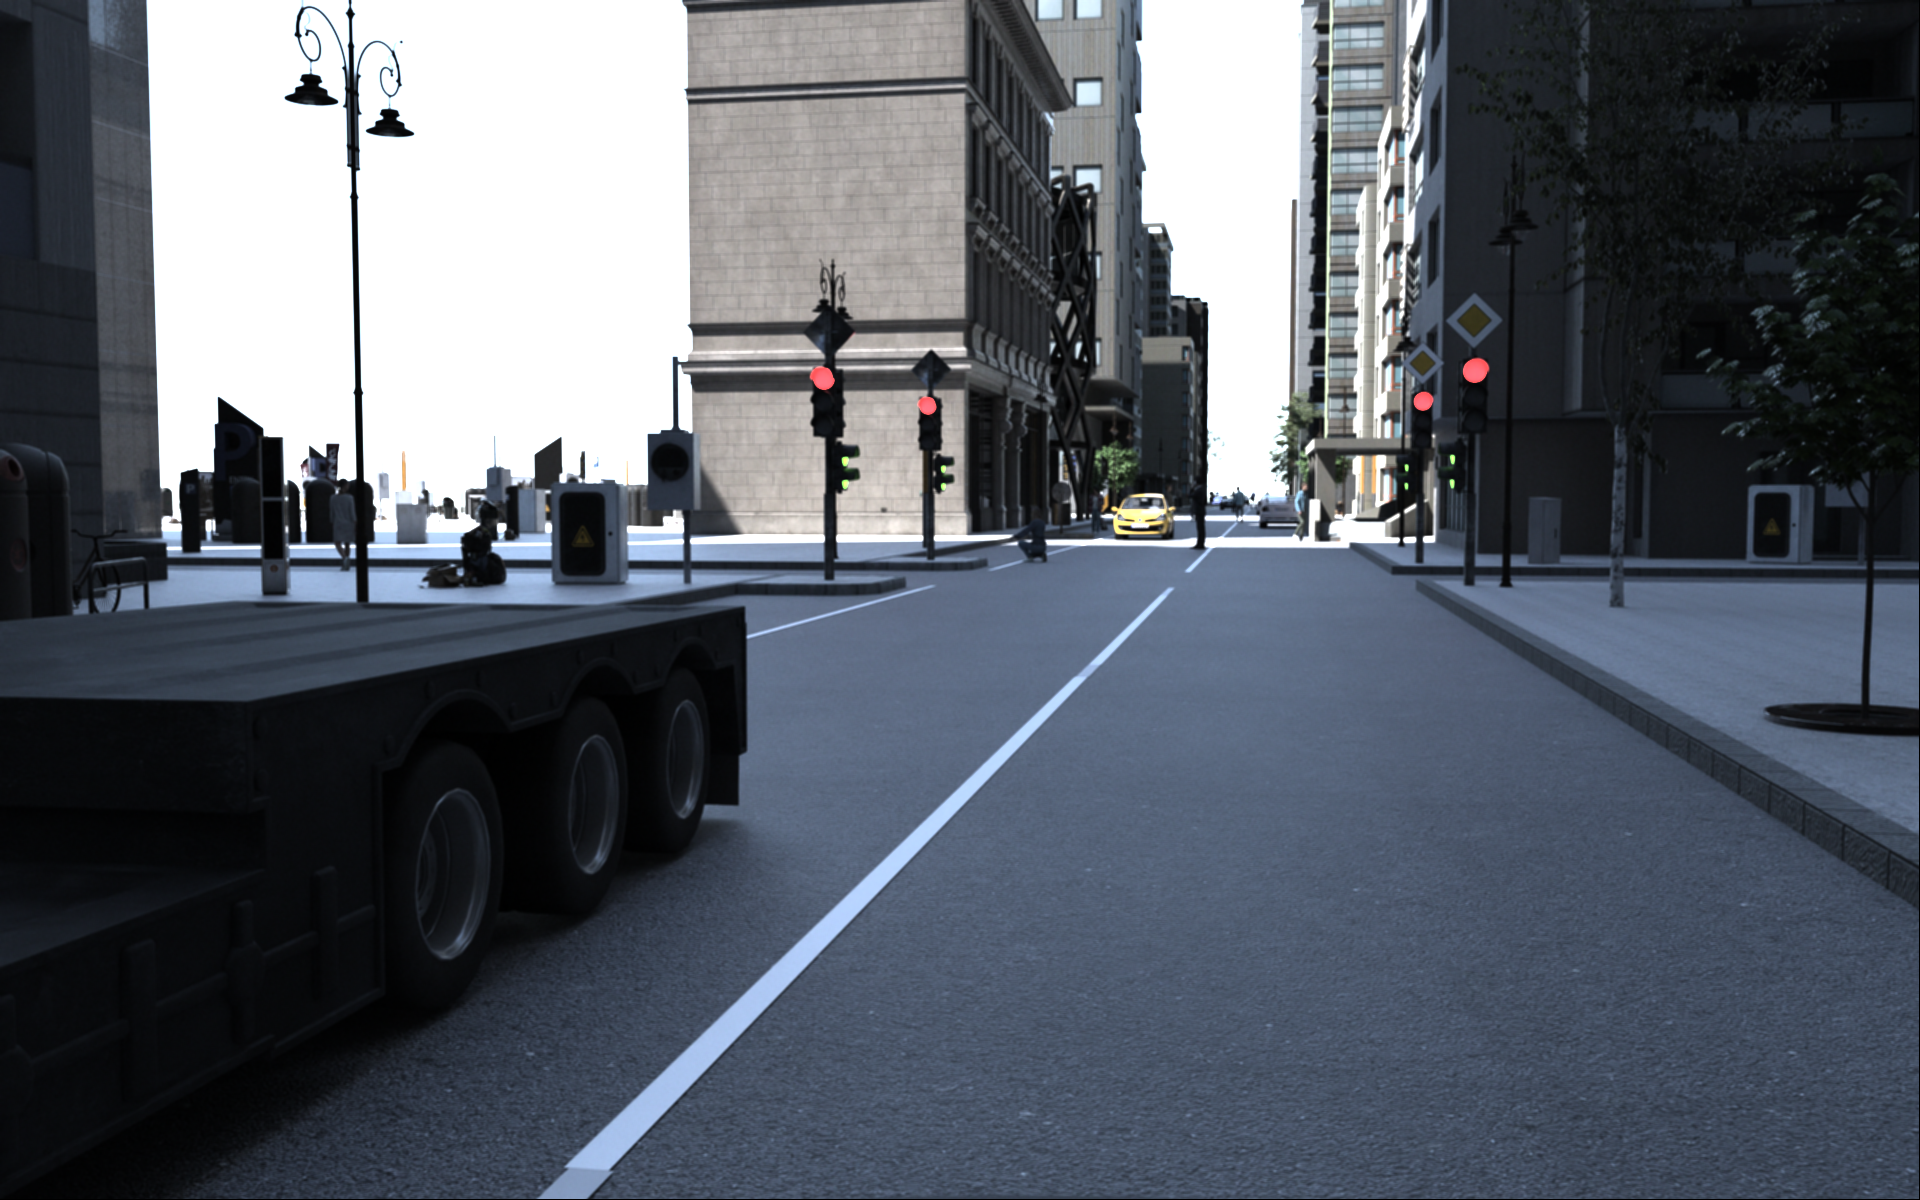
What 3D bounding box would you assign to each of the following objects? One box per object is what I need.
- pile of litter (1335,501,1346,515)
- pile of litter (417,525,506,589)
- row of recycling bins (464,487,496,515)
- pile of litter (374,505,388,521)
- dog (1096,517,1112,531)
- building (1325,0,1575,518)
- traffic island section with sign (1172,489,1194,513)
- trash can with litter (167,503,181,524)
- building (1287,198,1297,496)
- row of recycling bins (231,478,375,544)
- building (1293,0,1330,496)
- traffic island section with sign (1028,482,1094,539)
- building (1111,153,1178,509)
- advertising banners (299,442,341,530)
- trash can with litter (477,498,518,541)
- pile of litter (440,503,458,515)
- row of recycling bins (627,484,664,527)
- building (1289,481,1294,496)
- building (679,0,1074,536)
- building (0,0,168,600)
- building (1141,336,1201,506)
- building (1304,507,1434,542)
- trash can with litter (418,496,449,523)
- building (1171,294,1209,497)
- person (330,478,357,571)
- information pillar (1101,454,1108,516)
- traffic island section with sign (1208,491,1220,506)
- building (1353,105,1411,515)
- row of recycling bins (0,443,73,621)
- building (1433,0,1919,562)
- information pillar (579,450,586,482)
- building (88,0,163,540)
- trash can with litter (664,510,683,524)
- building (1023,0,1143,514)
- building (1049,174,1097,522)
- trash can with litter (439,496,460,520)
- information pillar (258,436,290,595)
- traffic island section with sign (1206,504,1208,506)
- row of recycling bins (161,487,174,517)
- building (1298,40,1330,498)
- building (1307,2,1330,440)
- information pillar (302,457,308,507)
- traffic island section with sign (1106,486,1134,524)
[{"bbox_3d":[22.894,-5.605,105.604,1.176,0.858,1.719,0,4,6],"label":"pile of litter"},{"bbox_3d":[-7.031,-0.632,24.295,1.176,0.858,1.719,2,4,24],"label":"pile of litter"},{"bbox_3d":[-29.326,-6.054,106.101,1.069,1.692,3.534,0,4,7],"label":"row of recycling bins"},{"bbox_3d":[-28.156,-4.269,83.757,1.176,0.858,1.719,1,4,9],"label":"pile of litter"},{"bbox_3d":[5.640,-3.144,68.238,0.800,0.831,0.513,2,4,33],"label":"dog"},{"bbox_3d":[31.051,-26.251,112.791,14.154,41.232,14.086,1,4,10],"label":"building"},{"bbox_3d":[16.693,-7.539,131.885,1.989,1.847,2.006,1,4,10],"label":"traffic island section with sign"},{"bbox_3d":[-33.134,-3.811,73.703,0.624,1.170,1.055,3,4,36],"label":"trash can with litter"},{"bbox_3d":[55.197,-36.913,253.641,14.600,45.320,14.200,1,4,10],"label":"building"},{"bbox_3d":[-17.330,-2.364,45.761,3.534,1.692,1.069,-2,4,-27],"label":"row of recycling bins"},{"bbox_3d":[51.011,-40.719,207.746,21.231,58.520,28.212,1,4,10],"label":"building"},{"bbox_3d":[3.283,-2.881,55.729,1.989,1.847,2.006,1,4,10],"label":"traffic island section with sign"},{"bbox_3d":[5.480,-29.448,173.358,32.217,40.220,23.993,1,4,10],"label":"building"},{"bbox_3d":[-22.010,-3.827,58.754,2.074,3.025,0.090,0,4,1],"label":"advertising banners"},{"bbox_3d":[-12.816,-2.239,48.001,1.055,1.170,0.624,-2,4,-23],"label":"trash can with litter"},{"bbox_3d":[-32.045,-5.771,108.322,1.176,0.858,1.719,1,4,20],"label":"pile of litter"},{"bbox_3d":[-12.651,-3.766,68.691,1.069,1.692,3.534,-2,4,-27],"label":"row of recycling bins"},{"bbox_3d":[60.969,-33.097,233.011,32.217,40.220,23.993,1,4,10],"label":"building"},{"bbox_3d":[-3.917,-12.438,54.275,10.553,20.767,40.483,1,4,10],"label":"building"},{"bbox_3d":[-25.176,-29.097,17.731,28.212,58.520,21.231,1,4,10],"label":"building"},{"bbox_3d":[14.208,-22.141,207.037,27.650,21.520,28.899,1,4,10],"label":"building"},{"bbox_3d":[27.747,-22.213,55.067,32.217,40.220,23.993,1,4,10],"label":"building"},{"bbox_3d":[-24.101,-4.118,78.393,2.233,1.210,1.678,2,4,26],"label":"trash can with litter"},{"bbox_3d":[28.685,-29.295,250.665,14.160,30.474,14.107,1,4,10],"label":"building"},{"bbox_3d":[-11.278,-1.377,31.763,0.466,1.731,0.760,-3,4,-36],"label":"person"},{"bbox_3d":[8.534,-6.792,102.406,0.504,3.616,0.183,-2,4,-28],"label":"information pillar"},{"bbox_3d":[31.100,-12.540,213.653,1.989,1.847,2.006,1,4,10],"label":"traffic island section with sign"},{"bbox_3d":[35.251,-14.935,89.230,27.650,21.520,28.899,1,4,10],"label":"building"},{"bbox_3d":[-7.468,-0.343,12.718,1.069,1.692,3.534,-1,4,-11],"label":"row of recycling bins"},{"bbox_3d":[17.532,-21.673,37.941,14.086,41.232,14.154,1,4,10],"label":"building"},{"bbox_3d":[-19.776,-6.088,90.887,0.183,3.616,0.504,2,4,25],"label":"information pillar"},{"bbox_3d":[-34.049,-13.914,45.508,19.932,24.808,12.078,1,4,10],"label":"building"},{"bbox_3d":[-12.123,-3.821,73.525,2.233,1.210,1.678,1,4,15],"label":"trash can with litter"},{"bbox_3d":[-1.222,-32.668,123.355,28.713,52.752,27.495,1,4,10],"label":"building"},{"bbox_3d":[-2.024,-13.186,83.037,16.820,18.784,16.811,1,4,10],"label":"building"},{"bbox_3d":[-25.269,-4.555,85.855,0.624,1.170,1.055,1,4,15],"label":"trash can with litter"},{"bbox_3d":[-8.740,-1.076,22.081,0.304,2.012,0.304,-1,4,-14],"label":"information pillar"},{"bbox_3d":[21.371,-9.162,158.433,1.989,1.847,2.006,1,4,10],"label":"traffic island section with sign"},{"bbox_3d":[-46.427,-5.557,97.963,3.534,1.692,1.069,-1,4,-21],"label":"row of recycling bins"},{"bbox_3d":[43.613,-51.912,161.425,22.319,86.520,31.000,1,4,10],"label":"building"},{"bbox_3d":[38.309,-29.269,133.174,22.147,44.769,28.867,1,4,10],"label":"building"},{"bbox_3d":[-38.696,-6.805,102.617,0.504,3.616,0.183,-1,4,-14],"label":"information pillar"},{"bbox_3d":[8.012,-4.523,82.571,1.989,1.847,2.006,1,4,10],"label":"traffic island section with sign"}]
